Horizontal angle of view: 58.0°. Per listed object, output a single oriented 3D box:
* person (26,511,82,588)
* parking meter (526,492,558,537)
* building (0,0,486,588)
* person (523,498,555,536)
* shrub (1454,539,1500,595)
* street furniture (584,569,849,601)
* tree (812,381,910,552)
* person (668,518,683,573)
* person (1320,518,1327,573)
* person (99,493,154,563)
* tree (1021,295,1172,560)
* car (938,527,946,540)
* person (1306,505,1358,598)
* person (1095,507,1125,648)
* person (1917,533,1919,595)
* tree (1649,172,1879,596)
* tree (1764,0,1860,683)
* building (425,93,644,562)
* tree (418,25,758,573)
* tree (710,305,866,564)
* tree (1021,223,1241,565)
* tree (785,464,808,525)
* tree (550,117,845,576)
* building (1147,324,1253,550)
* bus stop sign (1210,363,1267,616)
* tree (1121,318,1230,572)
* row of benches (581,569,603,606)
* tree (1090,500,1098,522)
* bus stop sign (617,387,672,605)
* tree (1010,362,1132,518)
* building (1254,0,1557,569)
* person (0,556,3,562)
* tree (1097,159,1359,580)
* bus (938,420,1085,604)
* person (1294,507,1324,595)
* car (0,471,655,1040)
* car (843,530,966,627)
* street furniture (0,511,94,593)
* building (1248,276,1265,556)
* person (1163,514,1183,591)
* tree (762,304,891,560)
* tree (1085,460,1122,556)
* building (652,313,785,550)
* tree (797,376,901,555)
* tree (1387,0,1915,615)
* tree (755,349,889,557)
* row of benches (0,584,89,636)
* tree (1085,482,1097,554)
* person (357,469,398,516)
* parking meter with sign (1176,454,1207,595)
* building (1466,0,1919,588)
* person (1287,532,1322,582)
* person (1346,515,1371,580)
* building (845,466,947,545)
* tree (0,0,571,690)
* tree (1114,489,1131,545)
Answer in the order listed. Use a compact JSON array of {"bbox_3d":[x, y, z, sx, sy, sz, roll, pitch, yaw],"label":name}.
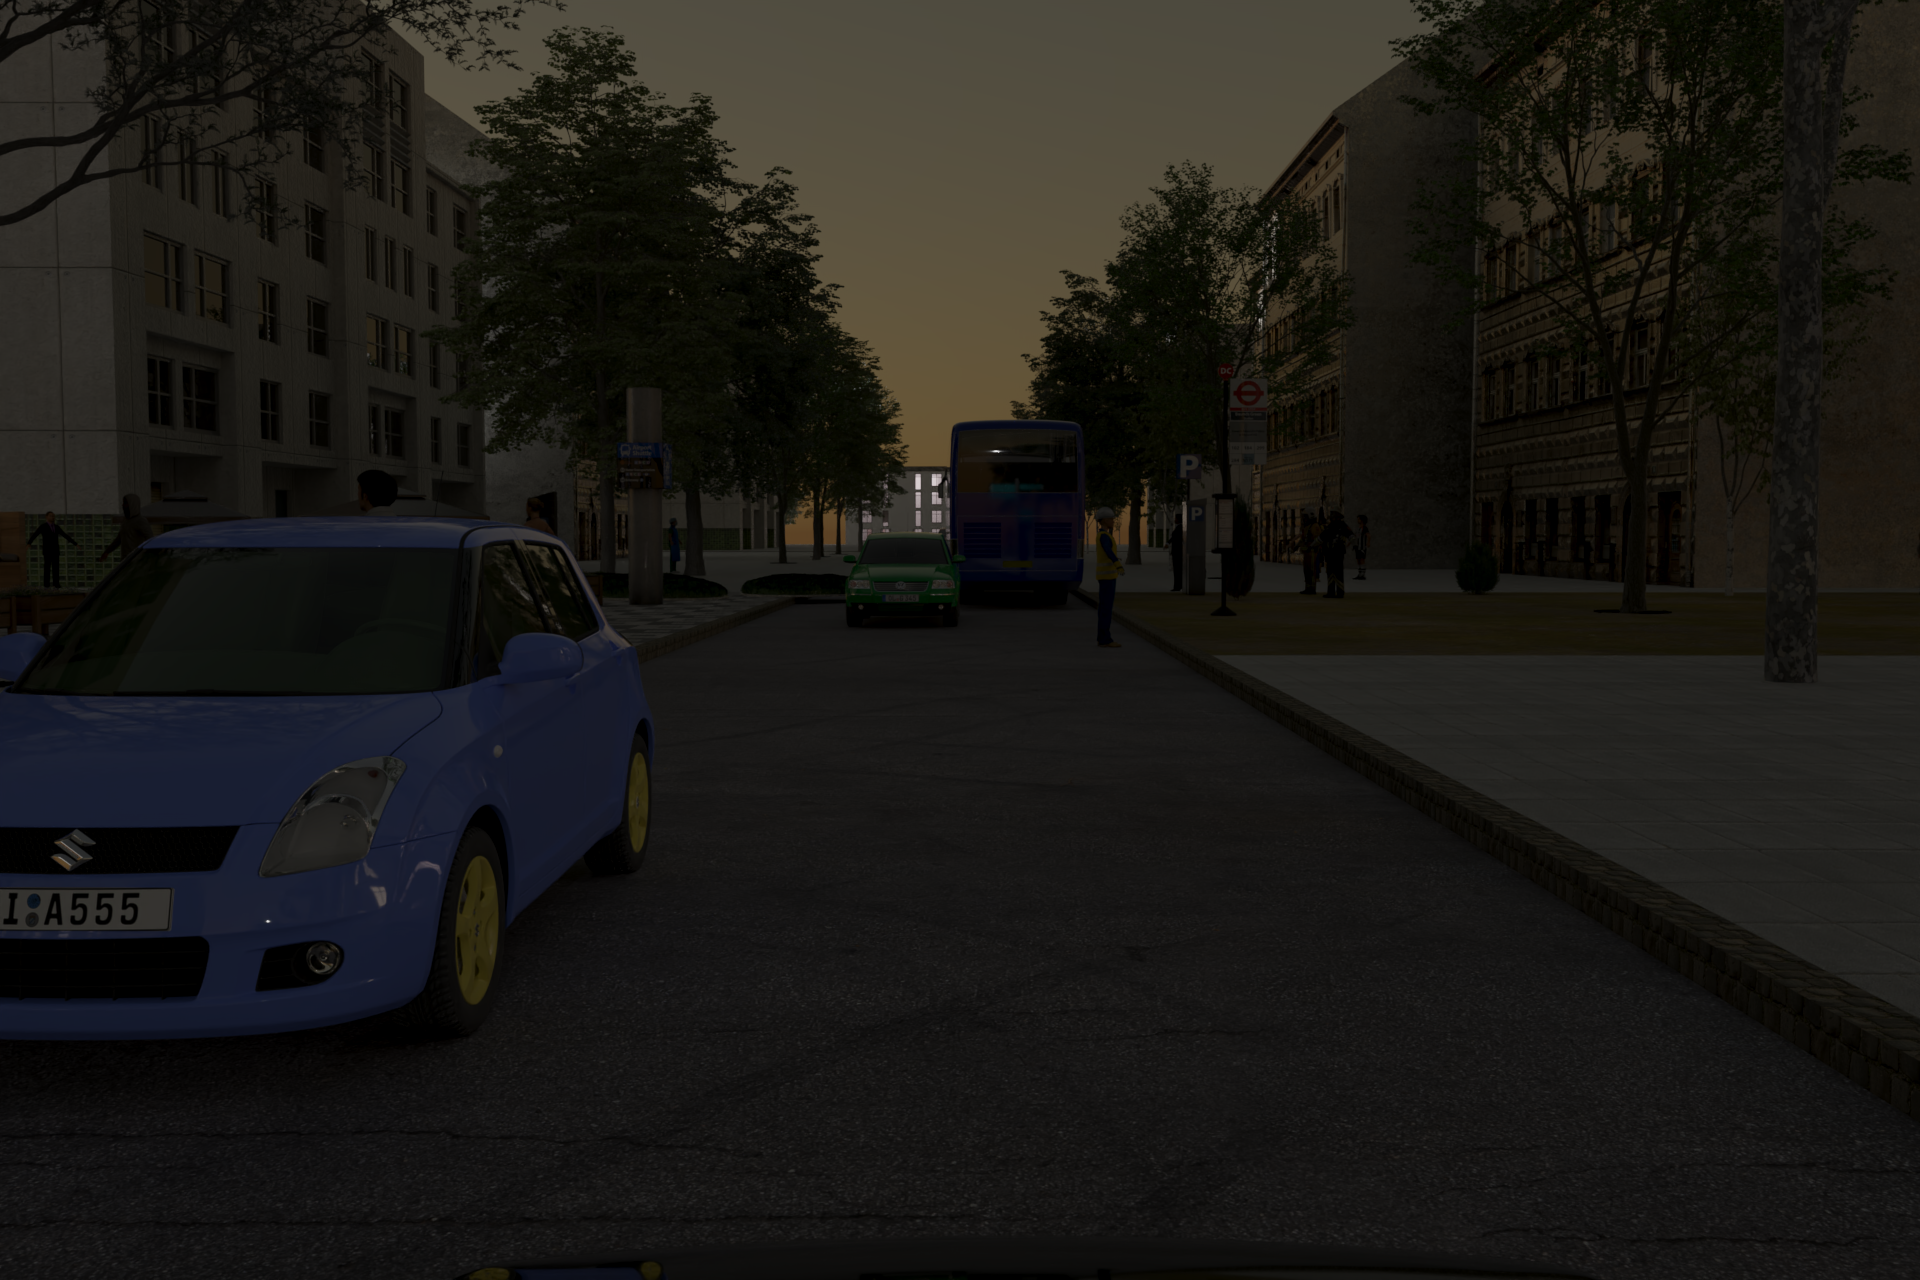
[{"bbox_3d":[-20.808,-2.047,39.687,0.704,1.802,1.346,2,4,28],"label":"person"},{"bbox_3d":[-5.771,-1.114,23.926,0.399,1.863,0.255,0,4,0],"label":"parking meter"},{"bbox_3d":[-28.187,-11.601,56.138,16.747,18.905,31.486,0,4,0],"label":"building"},{"bbox_3d":[-5.413,-0.915,21.763,0.721,1.733,1.217,2,4,29],"label":"person"},{"bbox_3d":[10.959,-1.563,36.677,1.383,1.207,1.383,0,3,0],"label":"shrub"},{"bbox_3d":[-7.340,-1.296,36.810,10.072,0.657,5.734,1,4,21],"label":"street furniture"},{"bbox_3d":[-7.197,-12.539,123.144,7.486,12.596,7.792,0,3,0],"label":"tree"},{"bbox_3d":[-9.339,-3.091,56.660,0.704,1.817,1.347,0,4,4],"label":"person"},{"bbox_3d":[11.975,-3.112,57.017,1.346,1.812,0.704,1,4,15],"label":"person"},{"bbox_3d":[-10.885,-1.017,22.758,1.348,1.813,0.705,3,4,38],"label":"person"},{"bbox_3d":[7.675,-10.810,87.118,12.009,13.543,11.850,0,3,0],"label":"tree"},{"bbox_3d":[-0.462,-5.601,100.247,2.281,1.827,5.304,0,4,0],"label":"car"},{"bbox_3d":[7.504,-1.768,34.691,0.705,1.856,1.354,-2,4,-34],"label":"person"},{"bbox_3d":[1.938,-0.801,22.011,0.721,1.772,1.216,0,4,-3],"label":"person"},{"bbox_3d":[20.199,-1.640,36.083,0.599,1.433,0.991,0,4,4],"label":"person"},{"bbox_3d":[15.992,-5.203,35.428,4.737,8.622,4.395,0,3,0],"label":"tree"},{"bbox_3d":[7.858,-9.618,13.147,12.611,20.169,13.585,0,3,0],"label":"tree"},{"bbox_3d":[-26.920,-15.762,88.645,19.493,23.208,18.063,0,4,1],"label":"building"},{"bbox_3d":[-8.412,-7.441,39.789,7.486,12.596,7.792,0,3,0],"label":"tree"},{"bbox_3d":[-7.749,-9.134,75.088,9.928,11.665,9.643,0,3,0],"label":"tree"},{"bbox_3d":[7.324,-10.150,72.606,9.857,13.997,8.962,0,3,0],"label":"tree"},{"bbox_3d":[-23.067,-18.628,211.220,9.857,13.997,8.962,0,3,0],"label":"tree"},{"bbox_3d":[-8.220,-8.948,52.961,9.857,13.997,8.962,0,3,0],"label":"tree"},{"bbox_3d":[26.591,-17.592,154.081,16.747,18.905,31.486,0,4,1],"label":"building"},{"bbox_3d":[4.372,-2.352,27.157,0.855,3.939,0.416,0,4,0],"label":"bus stop sign"},{"bbox_3d":[7.368,-6.664,59.322,4.737,8.622,4.395,0,3,0],"label":"tree"},{"bbox_3d":[-7.457,-0.854,29.433,1.422,0.672,4.104,2,4,25],"label":"row of benches"},{"bbox_3d":[17.983,-16.265,216.302,4.737,8.622,4.395,0,3,0],"label":"tree"},{"bbox_3d":[-5.720,-2.595,31.449,0.837,3.901,0.837,0,4,1],"label":"bus stop sign"},{"bbox_3d":[8.088,-13.122,121.193,9.857,13.997,8.962,0,3,0],"label":"tree"},{"bbox_3d":[23.159,-14.684,71.012,19.493,23.208,18.063,0,4,1],"label":"building"},{"bbox_3d":[-13.373,-1.046,23.078,0.705,1.833,1.349,1,4,15],"label":"person"},{"bbox_3d":[7.486,-7.538,49.004,9.928,11.665,9.643,0,3,0],"label":"tree"},{"bbox_3d":[0.978,-2.856,38.236,2.896,3.916,12.251,0,4,-1],"label":"bus"},{"bbox_3d":[7.409,-1.898,36.793,0.705,1.858,1.354,0,4,-7],"label":"person"},{"bbox_3d":[-2.196,0.216,6.064,1.945,1.707,3.694,0,4,0],"label":"car"},{"bbox_3d":[-0.887,-1.187,28.207,1.959,1.807,4.718,0,3,0],"label":"car"},{"bbox_3d":[-21.306,-1.549,32.181,9.812,1.723,11.010,3,5,44],"label":"street furniture"},{"bbox_3d":[26.760,-16.163,95.186,19.493,23.208,18.063,0,4,1],"label":"building"},{"bbox_3d":[4.819,-1.963,38.820,0.721,1.740,1.216,2,4,27],"label":"person"},{"bbox_3d":[-6.890,-10.274,86.100,7.486,12.596,7.792,0,3,0],"label":"tree"},{"bbox_3d":[8.295,-9.352,103.265,4.360,8.622,3.978,0,3,0],"label":"tree"},{"bbox_3d":[-25.652,-17.523,152.961,16.747,18.905,31.486,0,4,1],"label":"building"},{"bbox_3d":[-7.447,-11.158,108.188,9.928,11.665,9.643,0,3,0],"label":"tree"},{"bbox_3d":[10.815,-6.231,27.639,9.928,11.665,9.643,0,3,0],"label":"tree"},{"bbox_3d":[-7.802,-10.398,95.762,9.928,11.665,9.643,0,3,0],"label":"tree"},{"bbox_3d":[-11.494,-0.268,19.839,1.422,0.672,4.104,0,4,6],"label":"row of benches"},{"bbox_3d":[8.258,-9.869,111.726,4.737,8.622,4.395,0,3,0],"label":"tree"},{"bbox_3d":[-3.431,-0.093,10.162,0.705,1.806,1.347,2,4,24],"label":"person"},{"bbox_3d":[4.974,-2.487,36.924,0.543,3.016,1.738,0,3,0],"label":"parking meter with sign"},{"bbox_3d":[26.654,-13.365,49.447,19.493,23.208,18.063,0,4,0],"label":"building"},{"bbox_3d":[9.458,-2.478,46.378,1.347,1.847,0.705,0,4,4],"label":"person"},{"bbox_3d":[11.213,-2.591,48.512,0.704,1.843,1.345,-1,4,-13],"label":"person"},{"bbox_3d":[0.215,-16.514,214.606,28.070,9.664,9.099,0,4,5],"label":"building"},{"bbox_3d":[-8.565,-6.329,13.851,12.009,13.543,11.850,0,3,0],"label":"tree"},{"bbox_3d":[19.284,-15.991,211.821,4.737,8.622,4.395,0,3,0],"label":"tree"}]
